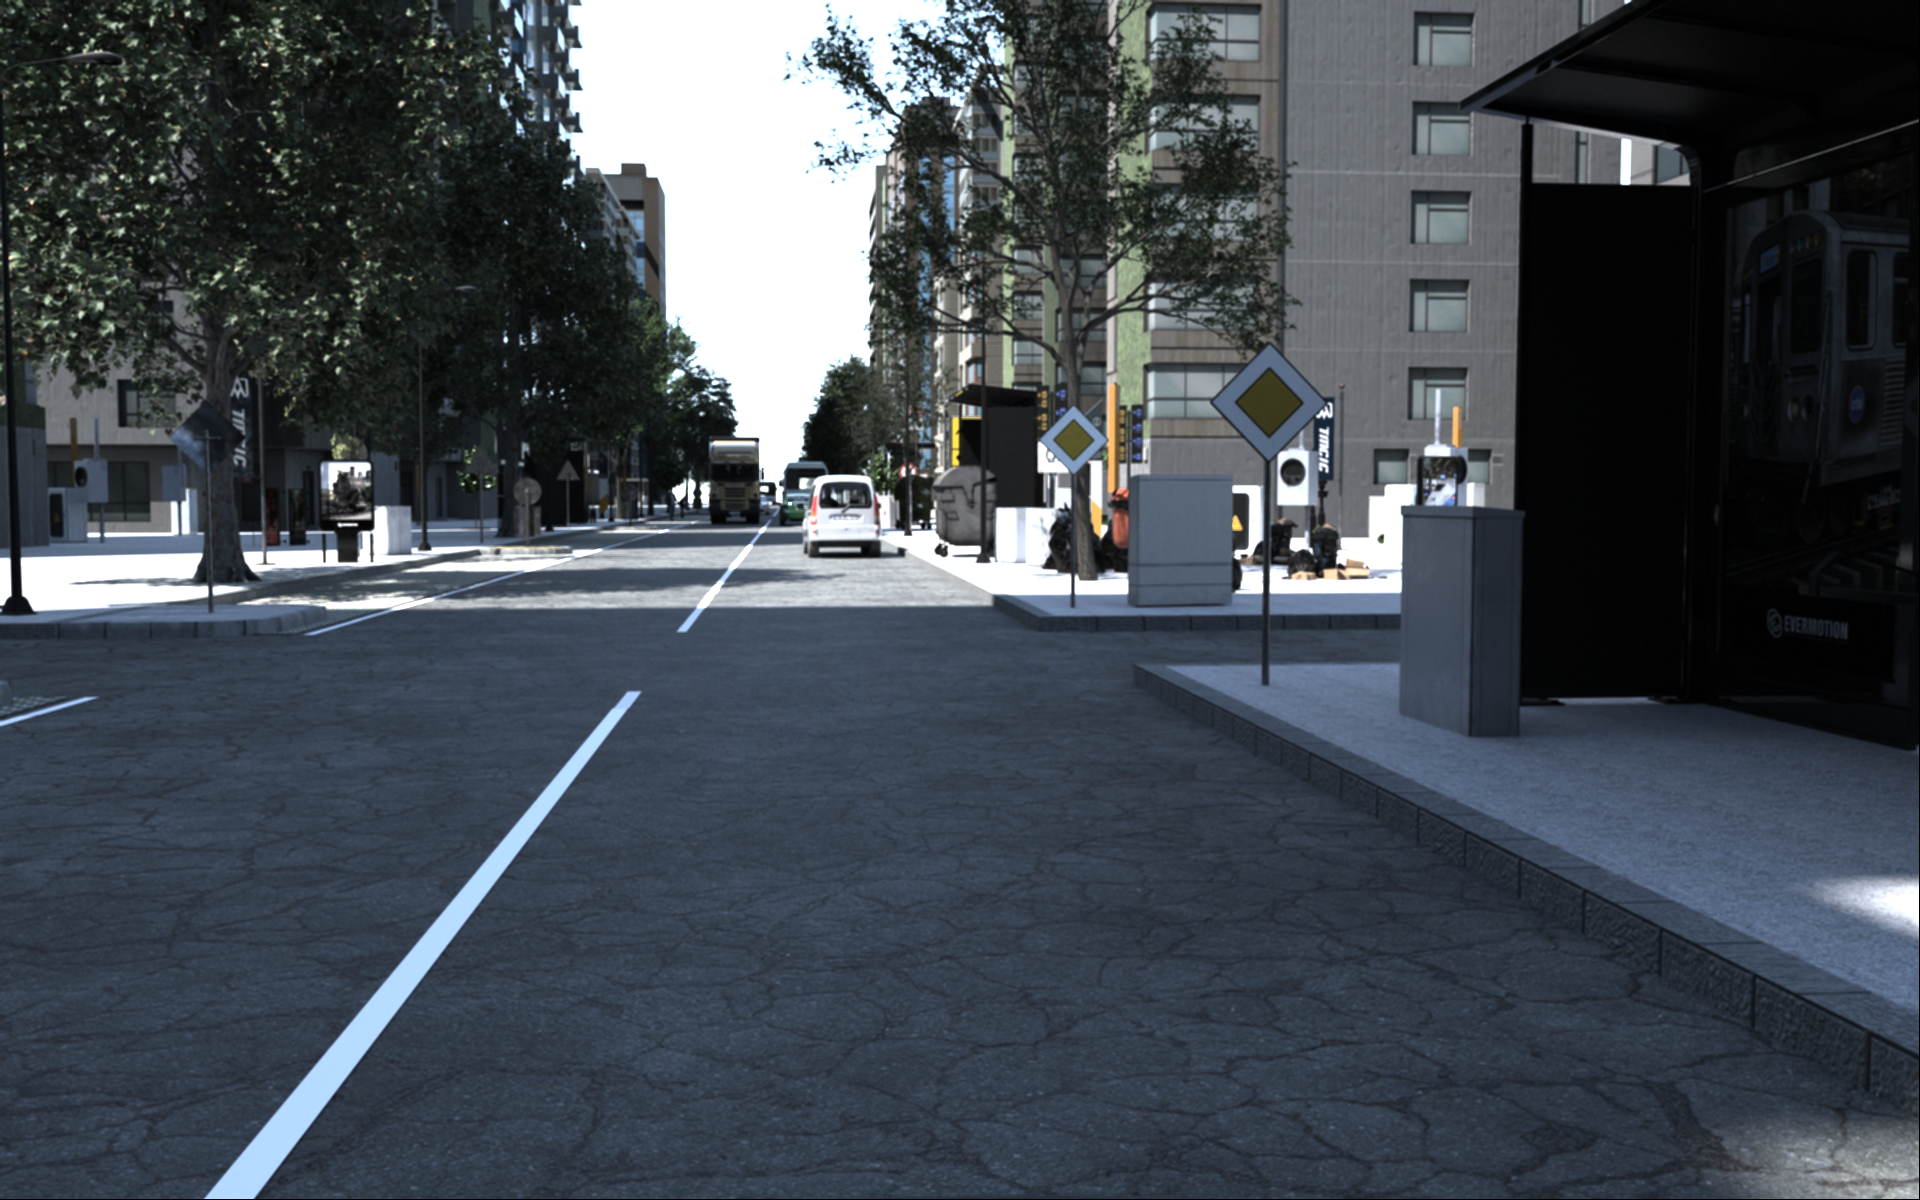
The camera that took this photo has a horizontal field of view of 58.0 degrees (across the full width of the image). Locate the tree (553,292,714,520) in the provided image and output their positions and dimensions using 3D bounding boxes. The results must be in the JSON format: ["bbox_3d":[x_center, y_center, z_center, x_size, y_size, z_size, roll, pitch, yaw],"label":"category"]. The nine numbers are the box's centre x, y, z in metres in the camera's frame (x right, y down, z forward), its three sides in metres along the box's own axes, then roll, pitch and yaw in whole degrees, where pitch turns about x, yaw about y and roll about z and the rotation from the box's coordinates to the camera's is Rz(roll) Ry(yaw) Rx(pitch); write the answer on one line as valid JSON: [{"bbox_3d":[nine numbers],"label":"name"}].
[{"bbox_3d":[-16.968,-9.839,86.617,9.928,11.665,9.643,0,3,0],"label":"tree"}]

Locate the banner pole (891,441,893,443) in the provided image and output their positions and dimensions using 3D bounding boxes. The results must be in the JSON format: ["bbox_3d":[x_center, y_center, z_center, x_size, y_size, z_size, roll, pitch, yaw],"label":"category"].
[{"bbox_3d":[-3.377,-5.583,81.293,0.863,3.779,0.401,2,4,31],"label":"banner pole"}]

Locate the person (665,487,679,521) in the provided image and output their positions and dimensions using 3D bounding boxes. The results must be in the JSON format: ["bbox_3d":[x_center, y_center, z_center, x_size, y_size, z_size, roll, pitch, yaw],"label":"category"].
[{"bbox_3d":[-15.074,-4.993,90.483,0.721,1.781,0.623,3,4,36],"label":"person"}]

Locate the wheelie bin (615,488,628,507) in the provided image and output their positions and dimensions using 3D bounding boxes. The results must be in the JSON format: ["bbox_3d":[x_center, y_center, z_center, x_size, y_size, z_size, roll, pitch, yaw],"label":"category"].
[{"bbox_3d":[-18.034,-5.194,92.824,0.980,1.594,0.693,0,4,8],"label":"wheelie bin"}]

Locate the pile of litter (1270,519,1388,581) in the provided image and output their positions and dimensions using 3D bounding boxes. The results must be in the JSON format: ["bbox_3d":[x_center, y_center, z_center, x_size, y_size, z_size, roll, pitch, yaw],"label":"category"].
[{"bbox_3d":[5.658,-0.744,26.136,1.719,0.858,1.176,0,4,0],"label":"pile of litter"}]

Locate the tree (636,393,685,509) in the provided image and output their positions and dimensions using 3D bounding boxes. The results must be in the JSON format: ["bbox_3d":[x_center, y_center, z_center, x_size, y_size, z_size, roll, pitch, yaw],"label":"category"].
[{"bbox_3d":[-23.773,-13.184,149.970,8.767,10.594,7.601,-1,4,-19],"label":"tree"}]

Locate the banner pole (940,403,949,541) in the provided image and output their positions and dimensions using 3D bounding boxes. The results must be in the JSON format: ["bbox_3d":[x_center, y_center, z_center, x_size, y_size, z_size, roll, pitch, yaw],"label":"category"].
[{"bbox_3d":[-0.357,-3.509,47.384,0.401,3.779,0.863,0,4,-7],"label":"banner pole"}]

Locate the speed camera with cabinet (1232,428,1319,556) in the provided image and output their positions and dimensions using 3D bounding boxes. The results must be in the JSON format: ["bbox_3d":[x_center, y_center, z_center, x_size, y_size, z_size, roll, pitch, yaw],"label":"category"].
[{"bbox_3d":[6.300,-2.524,35.601,2.038,3.252,0.660,2,4,34],"label":"speed camera with cabinet"}]

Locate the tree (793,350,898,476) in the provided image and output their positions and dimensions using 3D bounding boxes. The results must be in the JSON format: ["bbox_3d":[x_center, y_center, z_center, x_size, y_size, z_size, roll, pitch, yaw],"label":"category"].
[{"bbox_3d":[-8.793,-13.535,138.308,9.611,12.733,9.660,0,3,0],"label":"tree"}]

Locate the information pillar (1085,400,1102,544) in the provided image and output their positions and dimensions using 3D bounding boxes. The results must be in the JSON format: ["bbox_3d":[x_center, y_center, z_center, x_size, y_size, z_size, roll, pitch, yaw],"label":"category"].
[{"bbox_3d":[3.303,-3.155,42.944,0.504,3.616,0.183,-1,4,-19],"label":"information pillar"}]

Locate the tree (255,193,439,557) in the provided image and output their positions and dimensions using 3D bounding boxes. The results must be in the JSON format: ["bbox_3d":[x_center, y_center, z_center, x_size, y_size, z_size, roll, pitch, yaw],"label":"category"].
[{"bbox_3d":[-12.513,-5.174,34.956,4.737,8.622,4.395,0,3,0],"label":"tree"}]

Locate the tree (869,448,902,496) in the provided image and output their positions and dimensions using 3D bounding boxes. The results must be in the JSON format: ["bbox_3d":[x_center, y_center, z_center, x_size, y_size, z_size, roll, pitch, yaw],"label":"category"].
[{"bbox_3d":[-3.173,-4.546,68.928,1.663,3.219,1.824,0,3,0],"label":"tree"}]

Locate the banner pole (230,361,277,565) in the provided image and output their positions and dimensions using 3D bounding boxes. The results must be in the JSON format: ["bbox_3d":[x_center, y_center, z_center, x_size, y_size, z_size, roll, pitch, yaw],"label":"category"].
[{"bbox_3d":[-12.760,-2.512,31.081,0.863,3.779,0.401,-3,4,-36],"label":"banner pole"}]

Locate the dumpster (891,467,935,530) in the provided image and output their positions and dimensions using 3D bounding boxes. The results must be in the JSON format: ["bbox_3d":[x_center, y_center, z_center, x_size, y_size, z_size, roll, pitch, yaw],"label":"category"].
[{"bbox_3d":[-1.709,-3.702,63.025,1.502,2.255,1.985,0,4,-5],"label":"dumpster"}]

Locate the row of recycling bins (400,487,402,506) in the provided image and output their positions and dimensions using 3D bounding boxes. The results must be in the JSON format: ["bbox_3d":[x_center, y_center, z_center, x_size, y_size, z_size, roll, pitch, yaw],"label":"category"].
[{"bbox_3d":[-24.797,-4.174,75.355,1.069,1.692,3.534,-1,4,-15],"label":"row of recycling bins"}]

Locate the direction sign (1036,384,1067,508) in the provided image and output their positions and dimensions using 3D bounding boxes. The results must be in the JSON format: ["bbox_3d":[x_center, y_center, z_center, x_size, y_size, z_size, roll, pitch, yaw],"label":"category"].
[{"bbox_3d":[1.906,-2.695,36.055,0.379,3.537,0.876,-3,5,-42],"label":"direction sign"}]

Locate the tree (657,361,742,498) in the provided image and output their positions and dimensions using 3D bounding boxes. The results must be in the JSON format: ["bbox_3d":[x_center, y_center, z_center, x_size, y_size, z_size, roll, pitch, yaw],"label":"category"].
[{"bbox_3d":[-25.415,-15.961,167.612,9.857,13.997,8.962,0,3,0],"label":"tree"}]

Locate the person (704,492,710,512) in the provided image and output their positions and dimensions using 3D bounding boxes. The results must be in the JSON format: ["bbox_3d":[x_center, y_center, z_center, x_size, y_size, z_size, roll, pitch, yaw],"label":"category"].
[{"bbox_3d":[-20.017,-7.952,139.224,1.217,1.735,0.721,-1,4,-21],"label":"person"}]

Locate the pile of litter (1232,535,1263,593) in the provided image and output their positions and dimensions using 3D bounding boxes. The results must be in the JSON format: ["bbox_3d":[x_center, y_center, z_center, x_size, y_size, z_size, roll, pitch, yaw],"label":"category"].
[{"bbox_3d":[3.184,-0.548,22.925,1.176,0.858,1.719,2,4,32],"label":"pile of litter"}]

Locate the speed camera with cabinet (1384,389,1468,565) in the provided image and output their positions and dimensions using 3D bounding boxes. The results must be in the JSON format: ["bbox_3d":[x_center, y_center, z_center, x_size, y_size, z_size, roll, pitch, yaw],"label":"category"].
[{"bbox_3d":[8.635,-2.304,32.000,0.660,3.252,2.038,3,5,45],"label":"speed camera with cabinet"}]

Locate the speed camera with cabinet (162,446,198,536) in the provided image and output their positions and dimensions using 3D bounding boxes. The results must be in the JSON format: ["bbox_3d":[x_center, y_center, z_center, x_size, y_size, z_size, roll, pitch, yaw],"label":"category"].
[{"bbox_3d":[-24.441,-3.663,54.229,0.660,3.252,2.038,-1,4,-11],"label":"speed camera with cabinet"}]

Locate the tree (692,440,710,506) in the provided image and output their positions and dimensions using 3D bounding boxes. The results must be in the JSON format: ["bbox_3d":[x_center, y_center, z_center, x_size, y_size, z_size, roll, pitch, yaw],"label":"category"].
[{"bbox_3d":[-26.762,-14.271,183.698,4.360,8.622,3.978,0,3,0],"label":"tree"}]

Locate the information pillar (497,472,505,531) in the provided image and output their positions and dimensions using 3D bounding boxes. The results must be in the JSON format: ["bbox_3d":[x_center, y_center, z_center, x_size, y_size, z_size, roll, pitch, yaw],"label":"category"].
[{"bbox_3d":[-15.410,-3.300,58.441,0.304,2.012,0.304,1,4,14],"label":"information pillar"}]

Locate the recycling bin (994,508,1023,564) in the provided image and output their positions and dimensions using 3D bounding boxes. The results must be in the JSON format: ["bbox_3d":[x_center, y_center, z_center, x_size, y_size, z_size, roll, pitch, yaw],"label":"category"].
[{"bbox_3d":[1.112,-1.198,32.143,0.722,1.027,0.722,-2,4,-31],"label":"recycling bin"}]

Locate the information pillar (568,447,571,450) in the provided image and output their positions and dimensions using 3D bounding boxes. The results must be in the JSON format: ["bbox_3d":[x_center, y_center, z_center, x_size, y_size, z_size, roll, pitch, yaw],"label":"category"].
[{"bbox_3d":[-18.681,-5.559,82.252,0.504,3.616,0.183,-1,4,-17],"label":"information pillar"}]

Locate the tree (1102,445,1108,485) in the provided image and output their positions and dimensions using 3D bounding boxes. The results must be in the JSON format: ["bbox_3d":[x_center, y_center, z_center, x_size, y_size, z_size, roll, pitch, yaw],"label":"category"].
[{"bbox_3d":[7.854,-5.810,78.713,4.285,4.588,4.351,0,3,0],"label":"tree"}]

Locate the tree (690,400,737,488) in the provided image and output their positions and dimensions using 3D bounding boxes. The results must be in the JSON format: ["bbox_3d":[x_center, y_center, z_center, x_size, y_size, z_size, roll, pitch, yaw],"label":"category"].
[{"bbox_3d":[-29.717,-17.690,207.351,7.486,12.596,7.792,0,3,0],"label":"tree"}]

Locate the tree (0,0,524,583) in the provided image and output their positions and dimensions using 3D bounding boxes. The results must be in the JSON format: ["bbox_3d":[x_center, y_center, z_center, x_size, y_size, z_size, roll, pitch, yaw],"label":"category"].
[{"bbox_3d":[-10.809,-6.601,24.939,9.611,12.733,9.660,0,3,0],"label":"tree"}]

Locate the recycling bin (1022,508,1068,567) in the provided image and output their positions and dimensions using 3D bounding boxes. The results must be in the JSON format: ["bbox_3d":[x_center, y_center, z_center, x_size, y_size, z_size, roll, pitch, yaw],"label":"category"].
[{"bbox_3d":[1.647,-1.098,30.507,0.722,1.027,0.722,3,4,36],"label":"recycling bin"}]

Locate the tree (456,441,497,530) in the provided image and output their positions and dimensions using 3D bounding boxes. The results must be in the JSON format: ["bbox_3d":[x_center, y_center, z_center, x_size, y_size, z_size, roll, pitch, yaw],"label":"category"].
[{"bbox_3d":[-17.589,-4.155,62.532,1.663,3.219,1.824,0,3,0],"label":"tree"}]

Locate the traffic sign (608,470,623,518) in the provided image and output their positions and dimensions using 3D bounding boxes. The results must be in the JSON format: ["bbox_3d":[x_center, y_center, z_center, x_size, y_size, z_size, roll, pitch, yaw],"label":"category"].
[{"bbox_3d":[-18.362,-5.628,92.017,0.884,2.594,0.081,0,4,2],"label":"traffic sign"}]

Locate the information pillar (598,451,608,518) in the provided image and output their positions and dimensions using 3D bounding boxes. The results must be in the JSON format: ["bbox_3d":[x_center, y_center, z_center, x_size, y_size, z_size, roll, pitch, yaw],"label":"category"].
[{"bbox_3d":[-18.853,-6.124,91.482,0.504,3.616,0.183,-2,4,-35],"label":"information pillar"}]

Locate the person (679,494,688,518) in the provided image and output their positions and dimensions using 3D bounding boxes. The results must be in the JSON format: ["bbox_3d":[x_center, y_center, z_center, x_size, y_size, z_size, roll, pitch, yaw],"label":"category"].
[{"bbox_3d":[-16.784,-5.714,105.161,0.421,1.427,0.697,2,4,34],"label":"person"}]

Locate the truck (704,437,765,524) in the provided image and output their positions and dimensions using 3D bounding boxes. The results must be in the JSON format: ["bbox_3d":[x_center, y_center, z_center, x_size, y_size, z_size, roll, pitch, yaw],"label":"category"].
[{"bbox_3d":[-11.270,-5.992,86.876,2.839,4.237,11.283,0,4,-7],"label":"truck"}]

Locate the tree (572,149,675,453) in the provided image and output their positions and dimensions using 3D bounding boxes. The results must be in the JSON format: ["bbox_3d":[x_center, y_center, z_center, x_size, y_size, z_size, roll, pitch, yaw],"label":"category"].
[{"bbox_3d":[-13.280,-8.218,51.379,9.611,12.733,9.660,0,3,0],"label":"tree"}]

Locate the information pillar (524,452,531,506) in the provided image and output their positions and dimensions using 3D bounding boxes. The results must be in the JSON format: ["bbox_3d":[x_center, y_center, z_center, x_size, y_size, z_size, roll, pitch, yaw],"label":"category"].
[{"bbox_3d":[-23.205,-6.223,93.095,0.504,3.616,0.183,1,4,21],"label":"information pillar"}]

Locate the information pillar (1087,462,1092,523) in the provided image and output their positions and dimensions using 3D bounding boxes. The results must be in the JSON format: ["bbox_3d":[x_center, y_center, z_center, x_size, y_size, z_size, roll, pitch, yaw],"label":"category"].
[{"bbox_3d":[2.852,-2.158,39.771,0.304,2.012,0.304,0,4,-5],"label":"information pillar"}]

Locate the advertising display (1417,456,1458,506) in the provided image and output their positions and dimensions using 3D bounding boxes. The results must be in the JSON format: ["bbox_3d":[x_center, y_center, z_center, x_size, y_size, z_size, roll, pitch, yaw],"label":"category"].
[{"bbox_3d":[8.132,-1.487,29.529,0.974,1.923,0.123,-3,4,-38],"label":"advertising display"}]

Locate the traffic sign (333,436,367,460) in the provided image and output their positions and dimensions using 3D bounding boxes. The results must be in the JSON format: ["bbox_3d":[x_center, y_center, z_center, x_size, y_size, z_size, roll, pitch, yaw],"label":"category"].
[{"bbox_3d":[-13.360,-2.314,37.941,0.768,2.556,0.104,0,4,2],"label":"traffic sign"}]

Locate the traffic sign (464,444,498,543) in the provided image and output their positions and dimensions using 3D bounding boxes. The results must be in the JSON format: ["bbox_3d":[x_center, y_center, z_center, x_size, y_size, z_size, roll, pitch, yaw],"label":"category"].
[{"bbox_3d":[-12.465,-2.757,45.079,0.884,2.594,0.081,0,4,4],"label":"traffic sign"}]

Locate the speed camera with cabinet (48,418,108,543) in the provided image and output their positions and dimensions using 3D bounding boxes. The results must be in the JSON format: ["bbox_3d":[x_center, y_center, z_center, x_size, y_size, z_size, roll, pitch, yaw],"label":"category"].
[{"bbox_3d":[-23.218,-3.132,45.540,2.038,3.252,0.660,2,4,35],"label":"speed camera with cabinet"}]

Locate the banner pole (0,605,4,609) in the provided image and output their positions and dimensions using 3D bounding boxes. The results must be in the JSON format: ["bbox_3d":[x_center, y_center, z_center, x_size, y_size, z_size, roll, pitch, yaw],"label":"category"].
[{"bbox_3d":[-10.754,-1.779,19.096,0.401,3.779,0.863,-3,4,-38],"label":"banner pole"}]

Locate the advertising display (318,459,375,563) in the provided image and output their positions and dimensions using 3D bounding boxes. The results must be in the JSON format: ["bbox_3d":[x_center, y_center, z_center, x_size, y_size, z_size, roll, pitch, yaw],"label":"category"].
[{"bbox_3d":[-11.403,-1.652,32.219,0.974,1.923,0.123,-1,4,-8],"label":"advertising display"}]

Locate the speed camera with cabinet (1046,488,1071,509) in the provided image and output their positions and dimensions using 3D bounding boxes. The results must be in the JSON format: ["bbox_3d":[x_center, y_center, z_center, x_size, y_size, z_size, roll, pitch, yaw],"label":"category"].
[{"bbox_3d":[2.498,-3.322,48.657,2.038,3.252,0.660,-1,4,-22],"label":"speed camera with cabinet"}]

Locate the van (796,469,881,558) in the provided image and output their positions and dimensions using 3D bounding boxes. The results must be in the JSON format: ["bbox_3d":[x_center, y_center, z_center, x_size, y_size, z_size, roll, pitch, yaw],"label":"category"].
[{"bbox_3d":[-2.795,-2.046,40.471,2.013,2.044,4.112,0,4,-7],"label":"van"}]

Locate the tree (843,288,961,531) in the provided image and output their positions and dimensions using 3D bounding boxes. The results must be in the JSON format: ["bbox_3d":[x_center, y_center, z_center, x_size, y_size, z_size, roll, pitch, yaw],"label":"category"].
[{"bbox_3d":[-1.777,-6.623,58.641,4.360,8.622,3.978,0,3,0],"label":"tree"}]

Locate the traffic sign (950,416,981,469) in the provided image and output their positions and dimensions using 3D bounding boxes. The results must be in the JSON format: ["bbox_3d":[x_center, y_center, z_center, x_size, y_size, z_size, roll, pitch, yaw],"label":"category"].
[{"bbox_3d":[0.879,-3.122,44.920,2.265,3.308,0.079,0,4,3],"label":"traffic sign"}]

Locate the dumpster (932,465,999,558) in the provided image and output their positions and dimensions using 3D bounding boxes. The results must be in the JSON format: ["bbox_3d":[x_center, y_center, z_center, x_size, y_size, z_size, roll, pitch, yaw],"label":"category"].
[{"bbox_3d":[0.120,-1.823,35.569,1.264,1.857,1.865,0,4,-5],"label":"dumpster"}]

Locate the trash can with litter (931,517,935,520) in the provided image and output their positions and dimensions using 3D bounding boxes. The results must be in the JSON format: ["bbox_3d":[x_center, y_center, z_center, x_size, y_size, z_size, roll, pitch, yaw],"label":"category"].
[{"bbox_3d":[-1.912,-4.591,86.125,2.233,1.210,1.678,2,4,34],"label":"trash can with litter"}]

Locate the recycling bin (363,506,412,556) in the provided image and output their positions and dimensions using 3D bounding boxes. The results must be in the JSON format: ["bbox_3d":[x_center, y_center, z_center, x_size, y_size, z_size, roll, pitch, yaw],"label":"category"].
[{"bbox_3d":[-12.017,-1.455,36.339,0.722,1.027,0.722,2,4,27],"label":"recycling bin"}]

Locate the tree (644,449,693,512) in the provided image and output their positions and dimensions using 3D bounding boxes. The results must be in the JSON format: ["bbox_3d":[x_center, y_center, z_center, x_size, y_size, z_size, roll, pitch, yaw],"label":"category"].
[{"bbox_3d":[-21.307,-8.720,126.278,4.285,4.588,4.351,0,3,0],"label":"tree"}]

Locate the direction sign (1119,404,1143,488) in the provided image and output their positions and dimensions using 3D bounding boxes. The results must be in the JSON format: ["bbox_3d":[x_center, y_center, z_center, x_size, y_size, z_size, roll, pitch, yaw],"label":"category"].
[{"bbox_3d":[4.295,-3.187,44.113,0.876,3.537,0.379,3,5,45],"label":"direction sign"}]

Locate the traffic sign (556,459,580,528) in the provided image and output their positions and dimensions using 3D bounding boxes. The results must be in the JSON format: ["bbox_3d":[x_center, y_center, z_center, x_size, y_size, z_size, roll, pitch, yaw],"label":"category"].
[{"bbox_3d":[-14.680,-3.966,64.843,0.884,2.594,0.081,0,4,1],"label":"traffic sign"}]

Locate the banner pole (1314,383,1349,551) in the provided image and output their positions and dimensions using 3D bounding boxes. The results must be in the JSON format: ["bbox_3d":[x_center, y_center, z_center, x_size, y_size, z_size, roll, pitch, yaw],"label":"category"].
[{"bbox_3d":[8.428,-3.019,39.378,0.863,3.779,0.401,1,4,22],"label":"banner pole"}]

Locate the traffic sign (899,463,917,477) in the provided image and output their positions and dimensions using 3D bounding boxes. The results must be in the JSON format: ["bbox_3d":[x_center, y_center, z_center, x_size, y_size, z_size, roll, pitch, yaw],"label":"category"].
[{"bbox_3d":[-2.098,-4.304,70.474,0.768,2.556,0.104,0,4,4],"label":"traffic sign"}]

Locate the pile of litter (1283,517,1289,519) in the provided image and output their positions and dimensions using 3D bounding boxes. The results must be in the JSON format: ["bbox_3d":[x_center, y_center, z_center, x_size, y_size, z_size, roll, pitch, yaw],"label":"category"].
[{"bbox_3d":[5.765,-1.076,31.559,1.176,0.858,1.719,-3,4,-38],"label":"pile of litter"}]

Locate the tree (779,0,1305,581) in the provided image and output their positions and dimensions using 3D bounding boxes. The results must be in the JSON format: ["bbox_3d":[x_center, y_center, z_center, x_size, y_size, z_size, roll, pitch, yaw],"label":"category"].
[{"bbox_3d":[1.581,-5.566,25.424,7.601,10.594,8.767,1,4,23],"label":"tree"}]

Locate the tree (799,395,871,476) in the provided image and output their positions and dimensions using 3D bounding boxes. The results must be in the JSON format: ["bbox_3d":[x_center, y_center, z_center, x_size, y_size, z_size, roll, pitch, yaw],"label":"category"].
[{"bbox_3d":[-11.447,-15.090,164.848,7.486,12.596,7.792,0,3,0],"label":"tree"}]

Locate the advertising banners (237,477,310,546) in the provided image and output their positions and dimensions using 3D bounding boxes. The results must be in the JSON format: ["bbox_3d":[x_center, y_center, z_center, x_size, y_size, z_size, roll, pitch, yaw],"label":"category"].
[{"bbox_3d":[-17.028,-2.850,42.793,0.090,3.025,2.074,2,4,34],"label":"advertising banners"}]

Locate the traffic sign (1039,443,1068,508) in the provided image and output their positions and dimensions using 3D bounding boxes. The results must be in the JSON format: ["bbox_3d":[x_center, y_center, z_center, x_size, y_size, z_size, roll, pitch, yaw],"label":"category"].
[{"bbox_3d":[1.846,-1.964,34.236,0.606,2.300,0.079,0,4,1],"label":"traffic sign"}]
